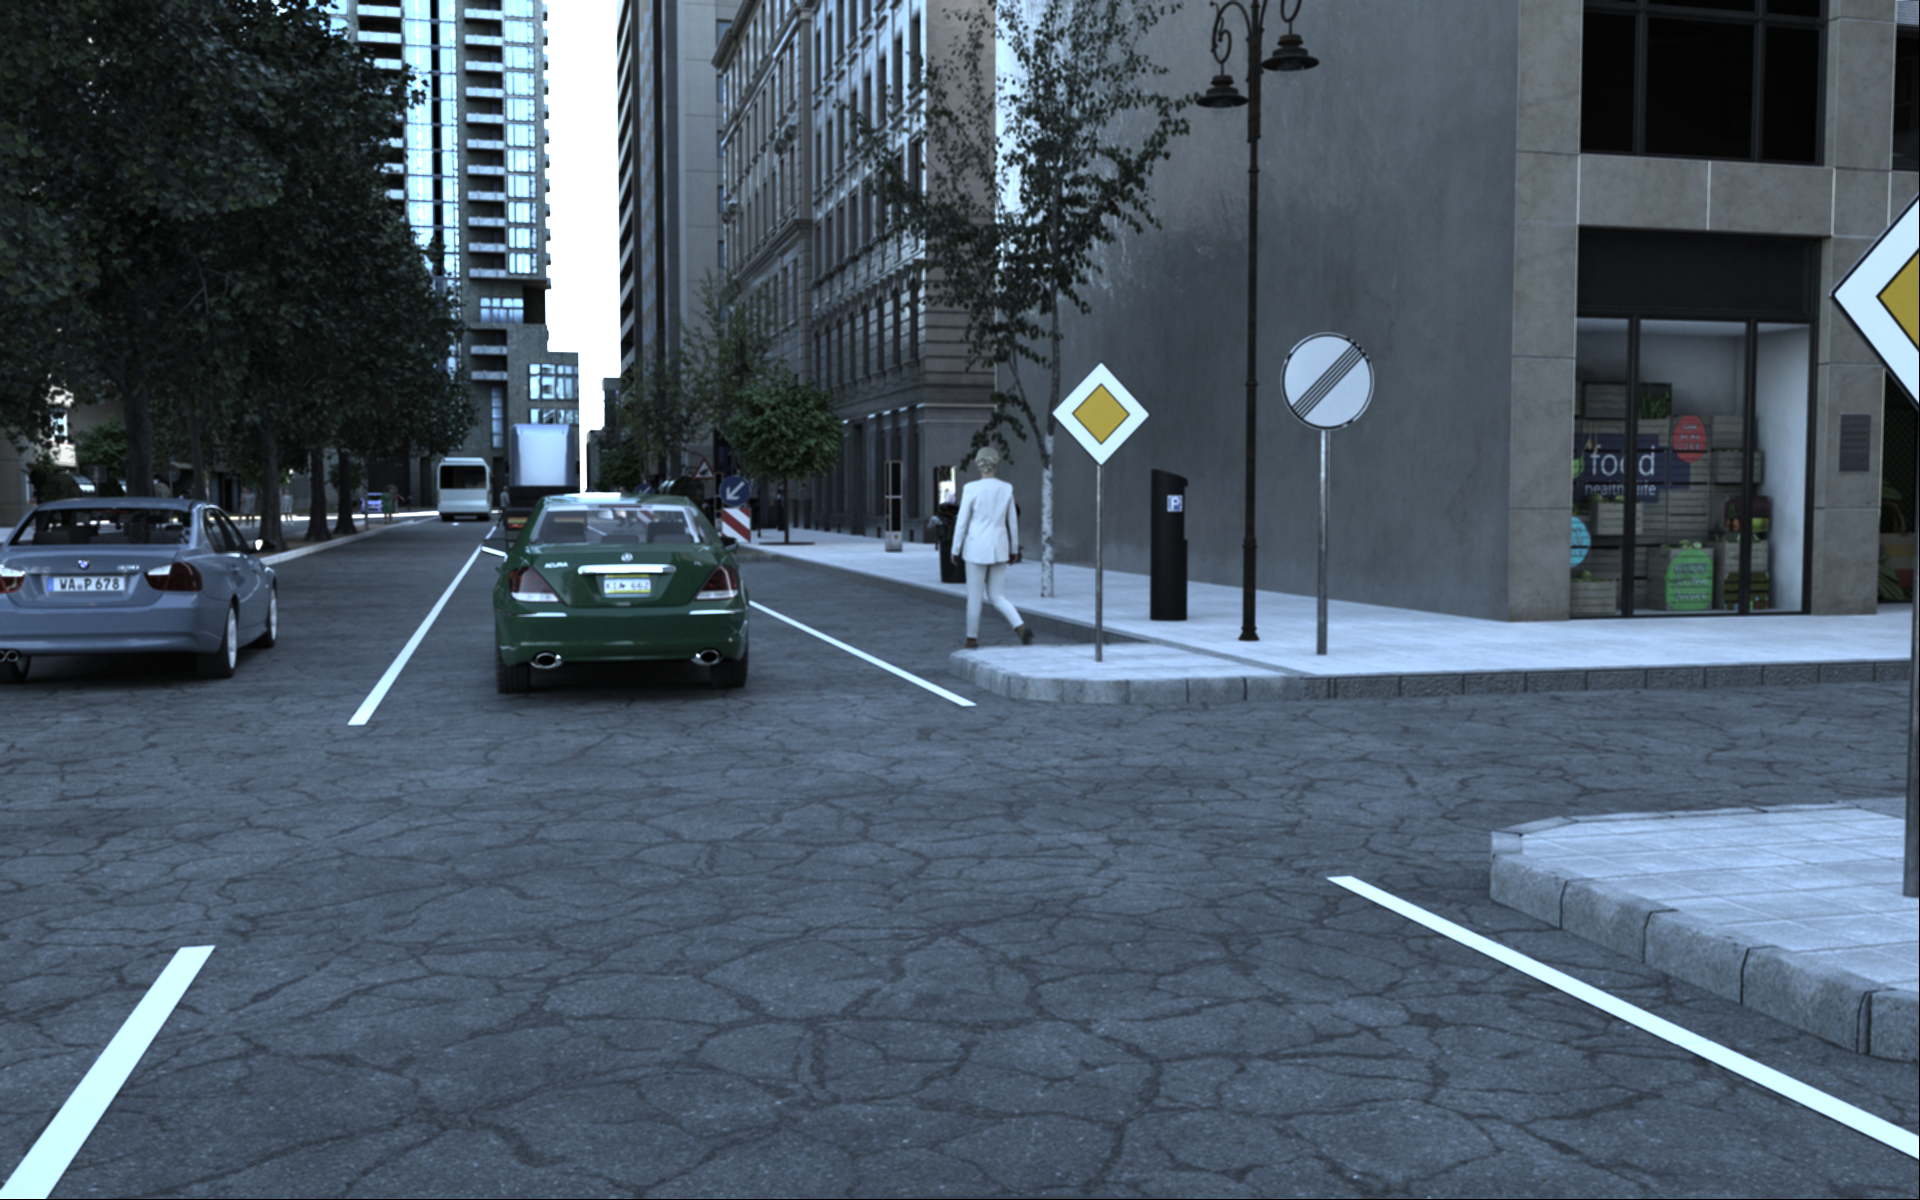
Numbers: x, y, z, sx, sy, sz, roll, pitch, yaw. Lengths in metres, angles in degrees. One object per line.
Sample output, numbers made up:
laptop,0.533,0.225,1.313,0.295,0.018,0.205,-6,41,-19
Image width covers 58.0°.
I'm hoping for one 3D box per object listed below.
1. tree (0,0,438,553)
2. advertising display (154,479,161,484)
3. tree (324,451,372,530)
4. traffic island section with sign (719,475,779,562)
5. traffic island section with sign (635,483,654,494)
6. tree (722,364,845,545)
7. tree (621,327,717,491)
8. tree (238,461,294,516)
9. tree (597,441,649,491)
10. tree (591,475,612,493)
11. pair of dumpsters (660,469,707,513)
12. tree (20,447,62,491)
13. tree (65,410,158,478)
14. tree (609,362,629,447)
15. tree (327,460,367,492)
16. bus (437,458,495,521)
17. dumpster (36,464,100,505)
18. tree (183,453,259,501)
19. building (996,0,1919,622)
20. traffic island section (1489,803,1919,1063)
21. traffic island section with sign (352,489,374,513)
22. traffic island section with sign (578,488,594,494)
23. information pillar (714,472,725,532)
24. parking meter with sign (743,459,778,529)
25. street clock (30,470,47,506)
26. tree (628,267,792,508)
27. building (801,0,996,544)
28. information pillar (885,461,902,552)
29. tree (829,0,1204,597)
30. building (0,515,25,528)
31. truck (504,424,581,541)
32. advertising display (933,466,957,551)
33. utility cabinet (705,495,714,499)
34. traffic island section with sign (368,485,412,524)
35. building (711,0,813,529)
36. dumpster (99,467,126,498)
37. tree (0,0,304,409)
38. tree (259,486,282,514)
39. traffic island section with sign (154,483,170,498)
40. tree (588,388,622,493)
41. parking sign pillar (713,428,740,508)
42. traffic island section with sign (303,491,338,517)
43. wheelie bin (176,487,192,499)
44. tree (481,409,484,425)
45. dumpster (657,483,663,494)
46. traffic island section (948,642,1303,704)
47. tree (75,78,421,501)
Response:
tree,-16.975,-7.516,42.344,9.611,12.733,9.660,0,3,0
advertising display,-34.189,-4.160,73.225,0.974,1.923,0.123,1,4,22
tree,-23.746,-7.109,69.054,4.360,8.622,3.978,0,3,0
traffic island section with sign,-5.017,-1.745,37.157,1.989,1.847,2.006,-1,4,-14
traffic island section with sign,-11.674,-3.343,63.280,1.989,1.847,2.006,-1,4,-14
tree,-4.433,-3.700,44.203,4.285,4.588,4.351,0,3,0
tree,-12.679,-7.686,76.032,4.360,8.622,3.978,0,3,0
tree,-41.329,-7.314,103.297,4.285,4.588,4.351,0,3,0
tree,-21.086,-7.631,108.476,4.285,4.588,4.351,0,3,0
tree,-29.788,-9.196,144.958,1.663,3.219,1.824,0,3,0
pair of dumpsters,-10.996,-4.065,68.951,1.574,2.255,4.437,-1,4,-14
tree,-32.725,-4.131,62.145,1.663,3.219,1.824,0,3,0
tree,-33.067,-5.138,67.728,4.285,4.588,4.351,0,3,0
tree,-16.481,-8.638,91.591,4.737,8.622,4.395,0,3,0
tree,-52.592,-10.091,148.700,4.285,4.588,4.351,0,3,0
bus,-27.056,-6.124,94.984,2.948,3.499,13.247,-1,4,-14
dumpster,-29.216,-3.301,56.459,1.502,2.255,1.985,-1,4,-14
tree,-37.617,-8.280,85.748,4.737,8.622,4.395,0,3,0
building,19.580,-13.790,29.981,34.151,26.468,19.350,-1,4,-14
traffic island section,3.056,1.024,5.547,2.009,0.180,2.903,-1,4,-14
traffic island section with sign,-46.473,-7.670,134.026,1.989,1.847,2.006,-1,4,-14
traffic island section with sign,-24.132,-6.328,112.083,1.989,1.847,2.006,-1,4,-14
information pillar,-8.146,-3.319,58.753,0.304,2.012,0.304,0,4,6
parking meter with sign,-7.378,-4.130,63.782,0.543,3.016,1.738,2,4,28
street clock,-28.074,-2.950,52.800,0.471,2.002,0.358,2,4,28
tree,-7.237,-6.426,55.420,4.737,8.622,4.395,0,3,0
building,1.389,-12.519,53.837,9.793,20.994,18.267,-1,4,-14
information pillar,-1.470,-2.075,38.415,0.304,2.012,0.304,-2,4,-23
tree,0.859,-4.345,21.399,4.360,8.622,3.978,0,3,0
building,-47.970,-12.950,56.769,27.650,21.520,28.899,-1,4,-14
truck,-14.704,-4.369,61.199,2.967,4.110,18.799,-1,4,-14
advertising display,-0.339,-2.106,39.653,0.123,1.923,0.974,2,4,26
utility cabinet,-11.912,-4.335,82.032,0.306,1.237,1.020,2,4,33
traffic island section with sign,-27.400,-4.593,83.233,2.006,1.907,1.989,-1,4,-14
building,-3.203,-17.005,75.298,12.463,27.353,25.104,-1,4,-14
dumpster,-30.567,-3.645,62.091,1.502,2.255,1.985,-1,4,-14
tree,-9.680,-6.417,14.031,9.857,13.997,8.962,0,3,0
tree,-43.750,-9.816,110.850,4.737,8.622,4.395,0,3,0
traffic island section with sign,-27.405,-3.096,59.254,1.989,1.847,2.006,-1,4,-14
tree,-23.783,-10.383,120.123,4.360,8.622,3.978,0,3,0
parking sign pillar,-9.561,-5.051,71.055,1.447,3.967,1.447,2,4,28
traffic island section with sign,-39.804,-6.072,107.905,1.989,1.847,2.006,-1,4,-14
wheelie bin,-34.733,-4.260,77.564,0.693,1.594,0.980,-2,4,-26
tree,-19.586,-8.138,52.530,9.611,12.733,9.660,0,3,0
dumpster,-11.948,-4.070,72.305,1.264,1.857,1.865,-1,4,-14
traffic island section,1.082,0.550,13.285,2.009,0.180,2.903,-1,4,-14
tree,-14.879,-5.939,33.974,8.767,10.594,7.601,-1,4,-14
